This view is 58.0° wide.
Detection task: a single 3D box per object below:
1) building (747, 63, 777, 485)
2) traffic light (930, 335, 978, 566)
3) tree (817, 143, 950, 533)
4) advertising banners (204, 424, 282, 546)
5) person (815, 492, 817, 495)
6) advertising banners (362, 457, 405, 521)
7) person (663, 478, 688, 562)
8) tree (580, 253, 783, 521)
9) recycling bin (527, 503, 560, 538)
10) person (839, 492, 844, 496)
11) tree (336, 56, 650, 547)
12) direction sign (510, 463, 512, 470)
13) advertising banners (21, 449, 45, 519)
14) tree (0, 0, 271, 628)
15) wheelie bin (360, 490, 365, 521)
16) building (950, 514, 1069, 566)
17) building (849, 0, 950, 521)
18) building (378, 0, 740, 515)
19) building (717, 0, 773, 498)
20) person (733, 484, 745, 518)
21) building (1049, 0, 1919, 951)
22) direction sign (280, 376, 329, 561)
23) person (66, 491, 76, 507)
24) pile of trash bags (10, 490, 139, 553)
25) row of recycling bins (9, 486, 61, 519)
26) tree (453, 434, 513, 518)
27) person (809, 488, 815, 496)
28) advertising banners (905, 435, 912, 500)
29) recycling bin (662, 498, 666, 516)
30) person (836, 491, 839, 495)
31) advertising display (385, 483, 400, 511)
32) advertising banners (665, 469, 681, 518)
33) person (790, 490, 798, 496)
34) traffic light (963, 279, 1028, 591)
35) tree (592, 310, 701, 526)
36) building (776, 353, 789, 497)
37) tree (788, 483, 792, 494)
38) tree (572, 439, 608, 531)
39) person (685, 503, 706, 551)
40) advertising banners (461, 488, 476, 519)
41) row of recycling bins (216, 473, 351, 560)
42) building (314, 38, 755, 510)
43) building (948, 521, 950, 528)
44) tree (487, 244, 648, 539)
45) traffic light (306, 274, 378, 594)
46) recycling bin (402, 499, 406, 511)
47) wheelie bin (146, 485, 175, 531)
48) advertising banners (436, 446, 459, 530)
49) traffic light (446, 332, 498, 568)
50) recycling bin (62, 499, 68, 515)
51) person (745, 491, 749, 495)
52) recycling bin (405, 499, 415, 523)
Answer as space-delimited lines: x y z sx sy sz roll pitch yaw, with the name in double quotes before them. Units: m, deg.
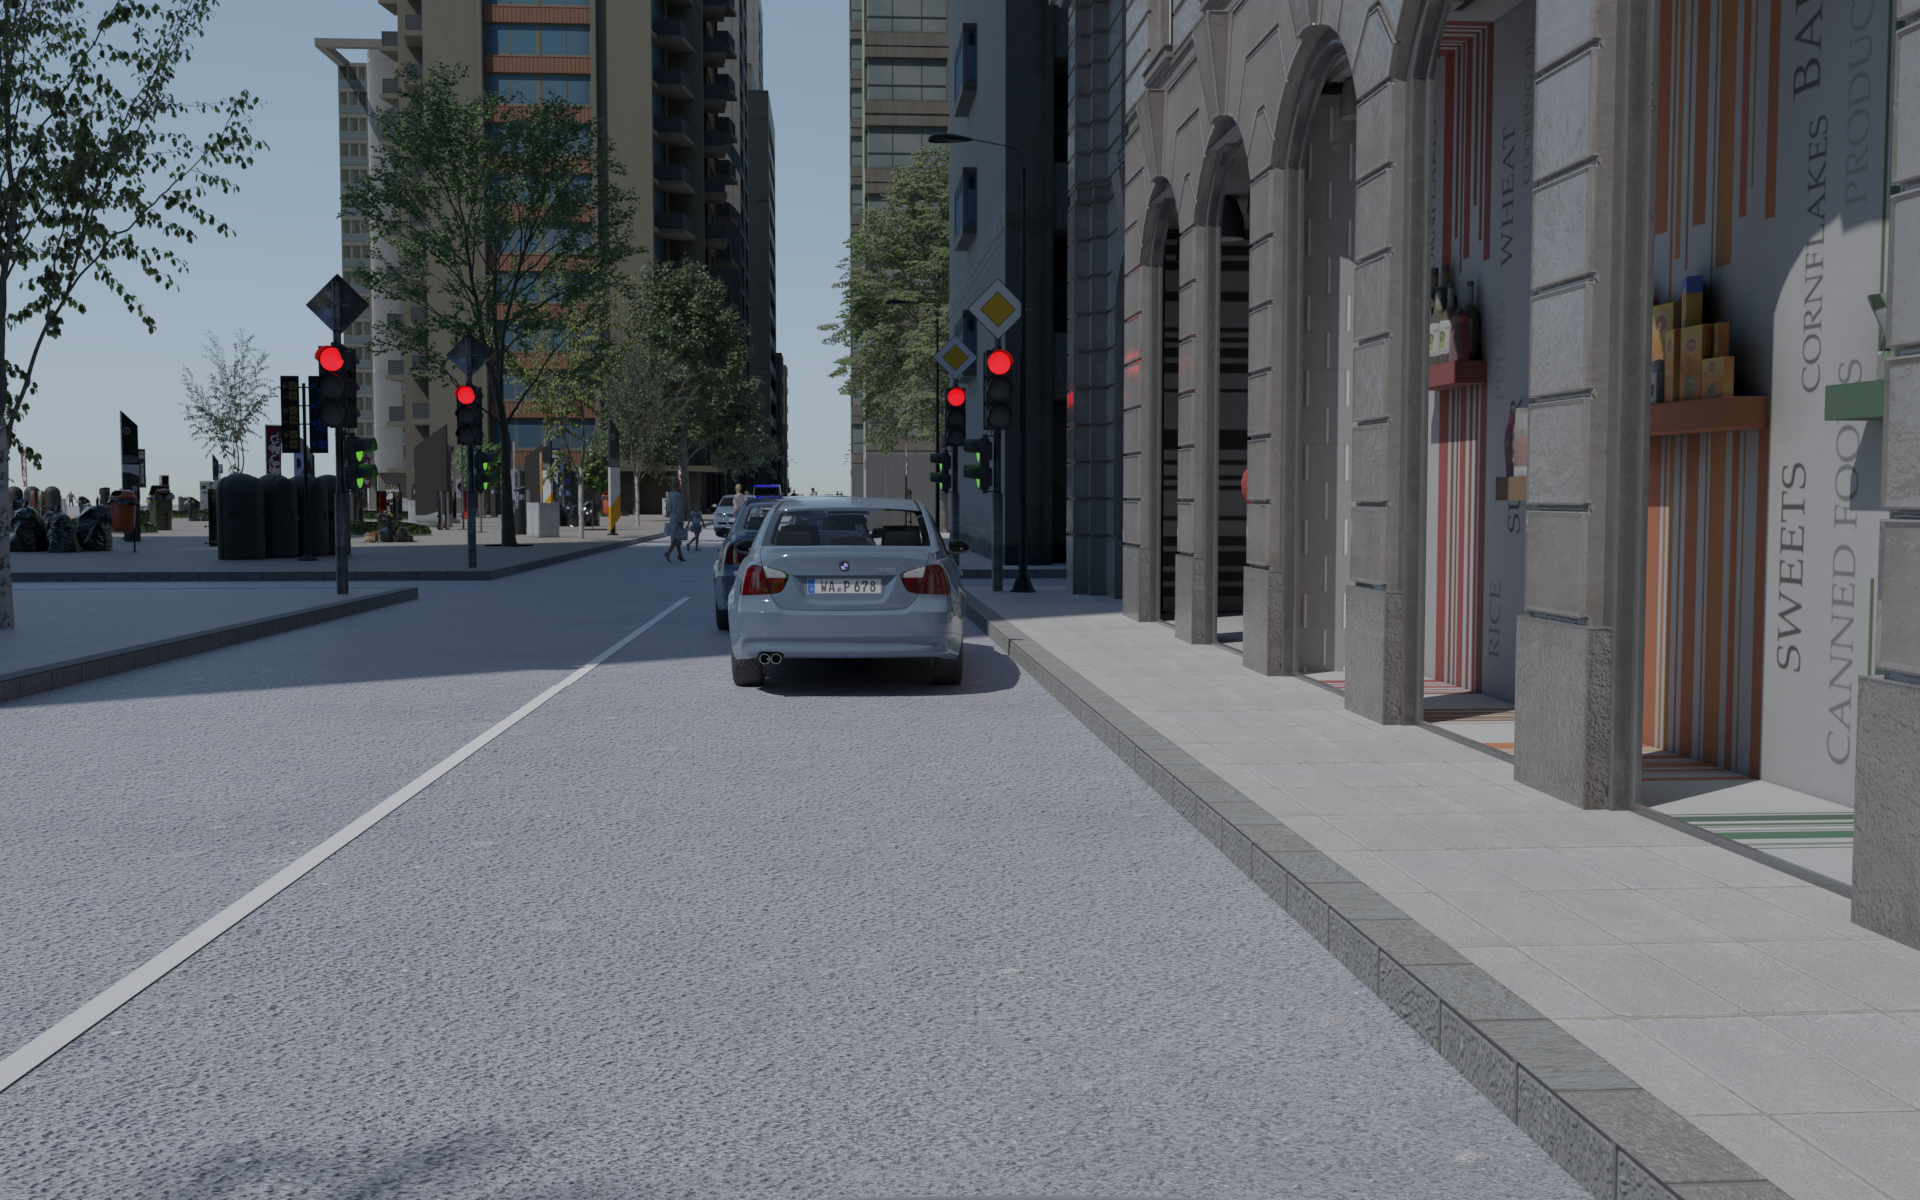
"building" -32.164 -35.169 198.721 21.300 48.544 21.600 0 4 -4
"traffic light" -0.103 -2.557 30.721 0.839 4.253 0.868 0 4 -4
"tree" -0.947 -8.481 56.785 7.486 12.596 7.792 0 3 0
"advertising banners" -17.753 -2.867 43.067 0.090 3.025 2.074 3 5 44
"person" -17.567 -12.456 212.879 0.721 1.743 1.217 1 4 18
"advertising banners" -27.540 -5.280 82.513 2.074 3.025 0.090 -2 4 -35
"person" -6.053 -1.702 36.677 0.624 1.780 0.694 -2 4 -30
"tree" -13.258 -10.125 82.557 9.611 12.733 9.660 0 3 0
"recycling bin" -12.318 -2.362 51.180 0.722 1.027 0.722 -3 5 -42
"person" -15.516 -13.323 226.863 0.617 1.759 0.750 1 4 9
"tree" -11.221 -7.123 42.209 9.928 11.665 9.643 0 3 0
"direction sign" -23.531 -6.018 90.383 0.379 3.537 0.876 -2 4 -30
"advertising banners" -35.839 -4.328 66.946 2.074 3.025 0.090 3 5 41
"tree" -8.995 -4.046 16.520 4.360 8.622 3.978 0 3 0
"wheelie bin" -27.466 -4.332 78.732 0.693 1.594 0.980 -3 5 -44
"building" 10.508 -25.519 40.943 21.600 48.544 21.300 0 4 -4
"building" 0.716 -25.385 98.642 14.154 41.232 14.086 0 4 -4
"building" -26.674 -28.344 118.052 22.147 44.769 28.867 0 4 -4
"building" -36.267 -49.544 248.302 20.563 71.187 20.611 0 4 -4
"person" -6.665 -2.712 53.505 0.598 1.740 0.731 1 4 11
"building" 8.075 -10.349 11.012 13.314 21.916 24.055 0 4 -4
"direction sign" -12.543 -2.520 33.192 0.876 3.537 0.379 0 4 -2
"person" -92.848 -10.509 180.874 0.990 1.755 0.434 0 4 -4
"pile of trash bags" -19.563 -1.760 38.526 3.447 1.369 1.912 2 4 25
"row of recycling bins" -48.330 -5.038 89.483 3.534 1.692 1.069 -1 4 -8
"tree" -25.831 -6.729 93.730 4.285 4.588 4.351 0 3 0
"person" -8.424 -5.483 98.418 0.850 1.792 0.678 0 4 3
"advertising banners" -1.503 -3.312 50.346 0.090 3.025 2.074 0 4 -5
"recycling bin" -17.207 -5.528 102.942 0.722 1.027 0.722 1 4 19
"person" -17.588 -14.690 248.309 1.348 1.869 0.705 -3 5 -43
"advertising display" -33.522 -5.942 102.360 0.974 1.923 0.123 1 4 17
"advertising banners" -15.425 -5.939 93.295 0.090 3.025 2.074 -2 4 -35
"person" -14.682 -8.865 153.426 1.348 1.826 0.705 1 4 13
"traffic light" 0.473 -2.069 22.757 0.839 4.253 0.868 0 4 -4
"tree" -12.751 -7.256 68.997 4.360 8.622 3.978 0 3 0
"building" -36.584 -23.241 225.022 27.650 21.520 28.899 0 4 -4
"tree" -26.364 -16.444 263.459 1.663 3.219 1.824 0 3 0
"tree" -12.905 -4.085 61.399 1.663 3.219 1.824 0 3 0
"person" -6.674 -1.854 43.821 0.382 1.210 0.505 3 4 39
"advertising banners" -25.240 -5.634 88.307 2.074 3.025 0.090 1 4 14
"row of recycling bins" -13.661 -1.721 35.258 1.069 1.692 3.534 1 4 17
"building" -33.638 -27.661 144.139 32.217 40.220 23.993 0 4 -4
"building" 2.934 -23.751 71.928 14.154 41.232 14.086 0 4 -4
"tree" -11.143 -6.073 49.648 4.737 8.622 4.395 0 3 0
"traffic light" -7.916 -2.032 22.136 0.839 4.253 0.868 0 4 -4
"recycling bin" -30.847 -5.099 95.927 0.722 1.027 0.722 -1 4 -8
"wheelie bin" -28.154 -3.253 61.091 0.693 1.594 0.980 3 5 41
"advertising banners" -18.483 -4.045 62.319 0.090 3.025 2.074 0 4 1
"traffic light" -8.492 -2.519 30.101 0.839 4.253 0.868 0 4 -4
"recycling bin" -50.488 -5.171 97.098 0.722 1.027 0.722 -1 4 -18
"person" -12.791 -5.718 103.803 0.330 1.601 0.589 0 3 0
"recycling bin" -21.630 -3.468 69.258 0.722 1.027 0.722 0 4 -8
